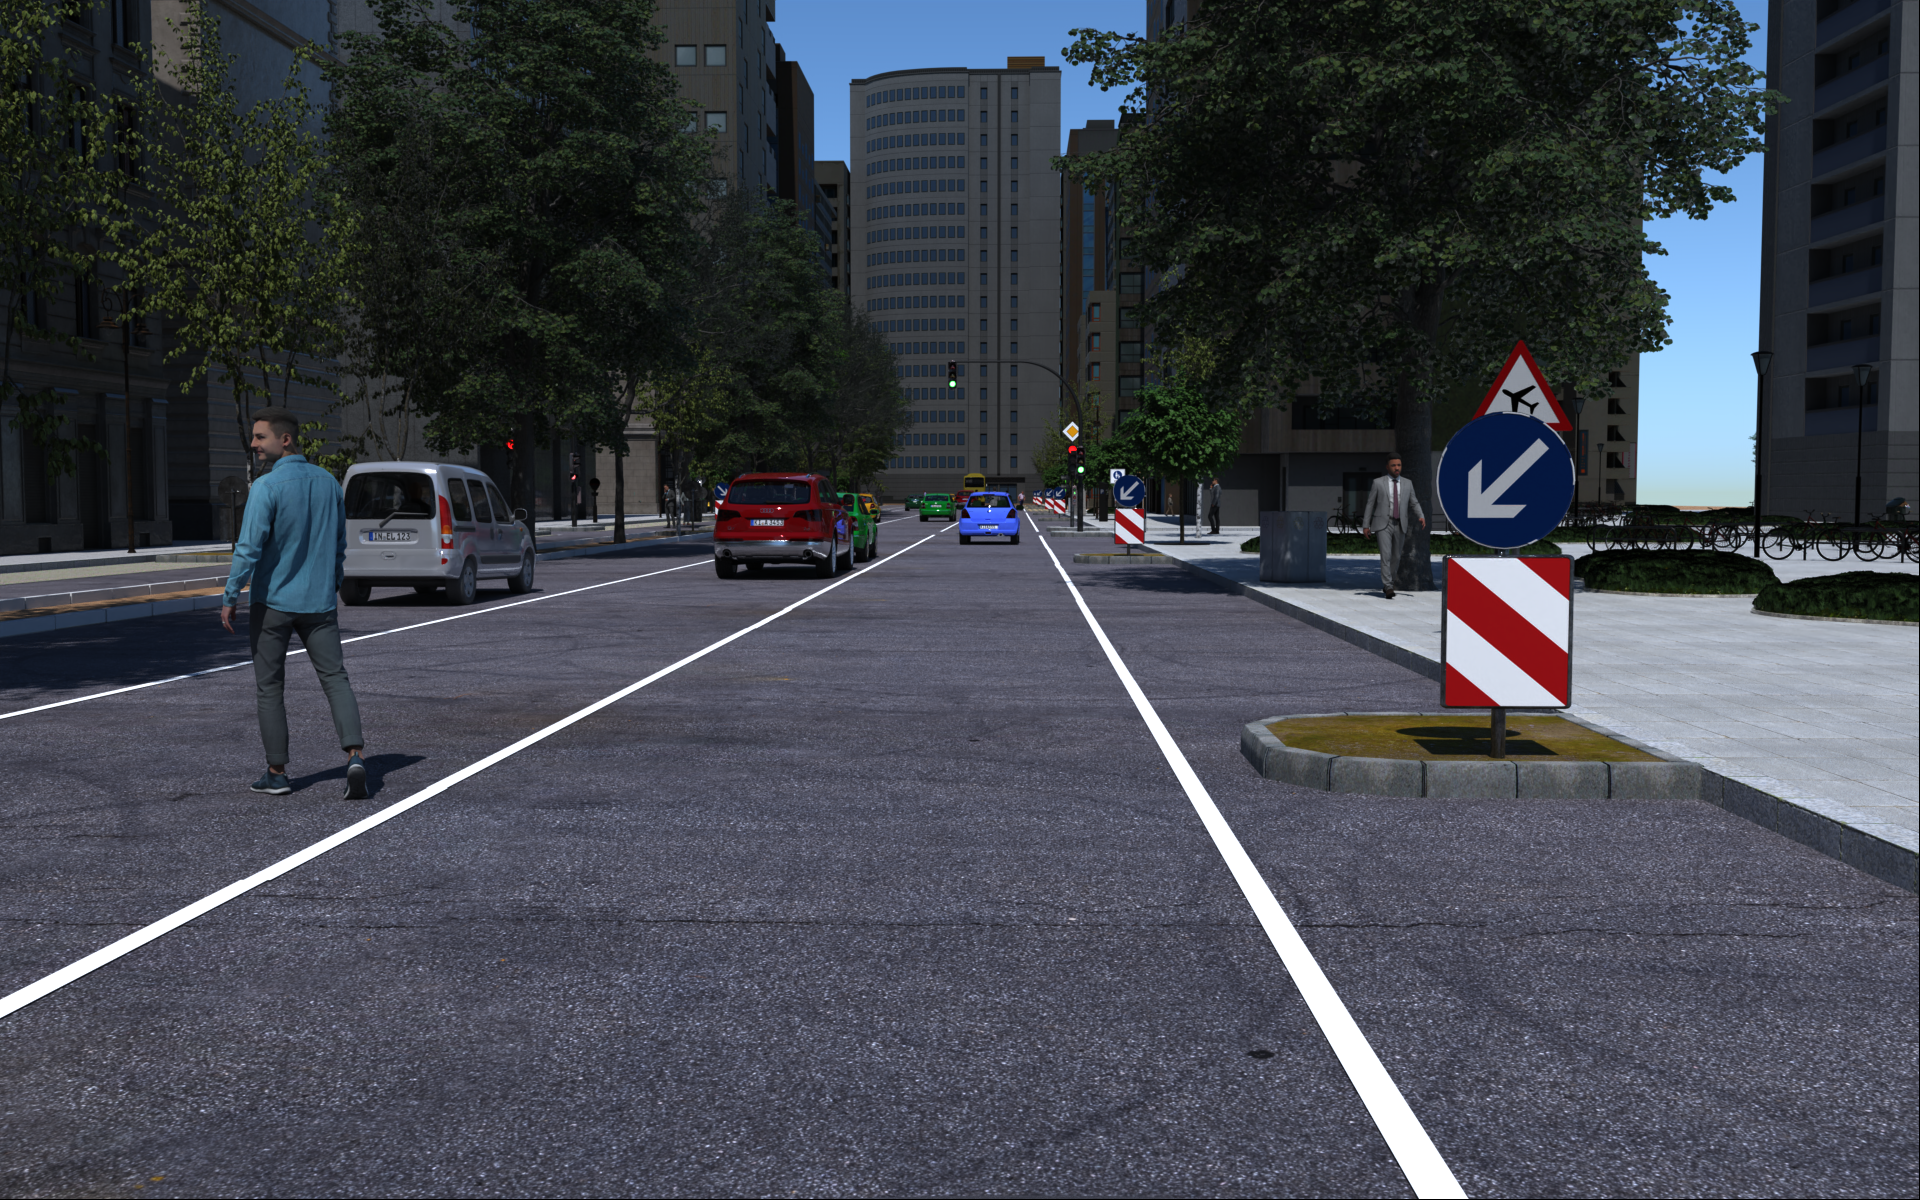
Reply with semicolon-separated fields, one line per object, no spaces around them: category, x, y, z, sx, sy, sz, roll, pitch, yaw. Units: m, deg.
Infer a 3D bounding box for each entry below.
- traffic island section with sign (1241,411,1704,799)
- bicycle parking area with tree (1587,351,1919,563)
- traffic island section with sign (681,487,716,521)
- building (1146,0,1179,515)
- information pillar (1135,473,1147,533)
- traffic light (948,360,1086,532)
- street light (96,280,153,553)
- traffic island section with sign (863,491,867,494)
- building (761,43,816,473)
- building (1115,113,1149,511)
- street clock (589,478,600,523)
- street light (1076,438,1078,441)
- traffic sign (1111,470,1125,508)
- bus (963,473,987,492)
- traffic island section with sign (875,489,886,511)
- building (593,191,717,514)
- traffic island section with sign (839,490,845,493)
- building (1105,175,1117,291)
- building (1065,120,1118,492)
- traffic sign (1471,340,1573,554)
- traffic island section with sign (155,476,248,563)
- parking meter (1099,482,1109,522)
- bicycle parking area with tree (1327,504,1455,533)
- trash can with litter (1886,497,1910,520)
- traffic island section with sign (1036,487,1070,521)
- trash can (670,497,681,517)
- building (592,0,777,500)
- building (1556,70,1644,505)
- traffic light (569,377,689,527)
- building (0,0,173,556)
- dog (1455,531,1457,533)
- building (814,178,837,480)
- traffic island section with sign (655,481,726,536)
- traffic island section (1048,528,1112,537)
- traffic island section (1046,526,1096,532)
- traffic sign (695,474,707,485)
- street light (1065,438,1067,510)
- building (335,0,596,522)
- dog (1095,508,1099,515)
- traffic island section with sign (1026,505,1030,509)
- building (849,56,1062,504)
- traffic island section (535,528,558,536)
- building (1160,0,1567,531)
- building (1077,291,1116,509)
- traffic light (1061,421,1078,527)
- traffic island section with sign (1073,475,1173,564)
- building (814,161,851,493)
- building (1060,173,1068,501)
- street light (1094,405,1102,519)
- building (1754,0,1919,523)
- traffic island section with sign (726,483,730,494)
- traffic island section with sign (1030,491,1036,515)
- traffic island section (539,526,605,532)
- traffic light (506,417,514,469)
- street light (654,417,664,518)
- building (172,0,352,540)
traffic island section with sign;2.537;-0.029;9.099;1.989;1.847;2.006;0;4;2
bicycle parking area with tree;17.965;-3.047;36.819;8.231;4.147;9.016;-2;4;-29
traffic island section with sign;-13.940;-5.173;93.203;1.989;1.847;2.006;0;4;2
building;19.431;-28.243;111.887;14.600;45.320;14.200;0;4;2
information pillar;6.026;-3.255;57.718;0.304;2.012;0.304;2;4;26
traffic light;1.975;-5.149;58.848;4.771;5.953;1.251;0;4;2
street light;-18.039;-3.961;37.545;0.468;5.910;1.993;0;4;2
traffic island section with sign;-10.667;-11.481;196.349;1.989;1.847;2.006;0;4;2
building;-22.512;-32.221;176.922;14.600;45.320;14.200;0;4;2
building;19.015;-22.188;134.476;14.160;30.474;14.107;0;4;2
street clock;-16.358;-4.467;77.609;0.471;2.002;0.358;-1;4;-14
street light;7.906;-8.720;115.366;0.468;5.910;1.993;0;4;2
traffic sign;6.451;-4.207;70.913;0.606;2.300;0.079;0;4;7
bus;1.769;-13.084;205.470;2.896;3.916;12.252;0;4;1
traffic island section with sign;-6.718;-8.200;142.203;2.006;1.907;1.989;0;4;2
building;-23.525;-15.865;110.297;10.553;20.767;40.483;0;4;2
traffic island section with sign;-11.537;-9.834;169.408;1.989;1.847;2.006;0;4;2
building;28.680;-30.360;188.265;32.217;40.220;23.993;0;4;2
building;19.828;-34.112;207.843;14.600;45.320;14.200;0;4;2
traffic sign;4.736;-0.901;14.731;0.884;2.594;0.081;0;4;4
traffic island section with sign;-15.711;-1.729;36.899;1.989;1.847;2.006;0;4;2
parking meter;6.696;-4.585;80.668;0.399;1.863;0.255;3;4;38
bicycle parking area with tree;16.443;-4.059;53.373;9.016;4.147;8.231;-2;4;-31
trash can with litter;31.540;-2.890;58.647;1.055;1.170;0.624;-1;4;-19
traffic island section with sign;5.148;-5.086;91.791;1.989;1.847;2.006;0;4;2
trash can;-15.909;-5.215;96.915;0.748;1.137;0.748;0;3;0
building;-31.347;-34.674;156.155;28.713;52.752;27.495;0;4;2
building;67.715;-35.442;203.177;21.600;48.544;21.300;0;4;2
traffic light;-12.938;-5.676;67.467;4.771;5.953;1.251;0;4;2
building;-24.613;-11.295;33.823;9.793;20.994;18.267;0;4;2
dog;11.961;-1.435;41.203;0.748;0.427;0.550;0;4;-7
building;-27.009;-31.122;200.731;23.993;40.220;32.217;0;4;2
traffic island section with sign;-9.326;-3.154;59.698;2.006;1.907;1.989;0;4;2
traffic island section;4.108;-2.248;59.036;2.009;0.180;2.903;0;4;2
traffic island section;4.360;-2.736;67.017;2.009;0.180;2.903;0;4;2
traffic sign;-15.932;-6.533;106.543;0.795;2.593;0.064;0;4;3
street light;8.705;-10.325;141.599;0.468;5.910;1.993;0;4;2
building;-25.244;-16.005;79.709;12.078;24.808;19.932;0;4;2
dog;8.602;-5.685;107.335;0.800;0.831;0.513;1;4;16
traffic island section with sign;7.579;-9.792;168.721;1.989;1.847;2.006;0;4;2
building;-0.585;-42.519;237.177;28.212;58.520;21.231;0;4;2
traffic island section;-15.323;-2.286;59.653;2.009;0.180;2.903;0;4;2
building;15.758;-18.312;71.102;14.107;30.474;14.160;0;4;2
building;25.276;-19.350;161.413;27.650;21.520;28.899;0;4;2
traffic light;4.321;-4.770;66.905;0.839;4.253;0.868;0;4;2
traffic island section with sign;3.396;-1.697;36.370;1.989;1.847;2.006;0;4;2
building;-25.433;-37.676;239.696;21.600;48.544;21.300;0;4;2
building;24.305;-37.486;236.592;21.600;48.544;21.300;0;4;2
street light;7.109;-7.149;89.680;0.468;5.910;1.993;0;4;2
building;53.721;-32.680;76.321;28.212;58.520;21.231;0;4;2
traffic island section with sign;-9.083;-3.606;67.101;2.006;1.907;1.989;0;4;2
traffic island section with sign;6.003;-6.740;118.832;1.989;1.847;2.006;0;4;2
traffic island section;-15.071;-2.774;67.634;2.009;0.180;2.903;0;4;2
traffic light;-15.284;-4.318;59.517;0.839;4.253;0.868;0;4;2
street light;-16.249;-7.401;93.797;0.468;5.910;1.993;0;4;2
building;-29.771;-13.665;52.302;19.941;23.489;11.050;0;4;2
